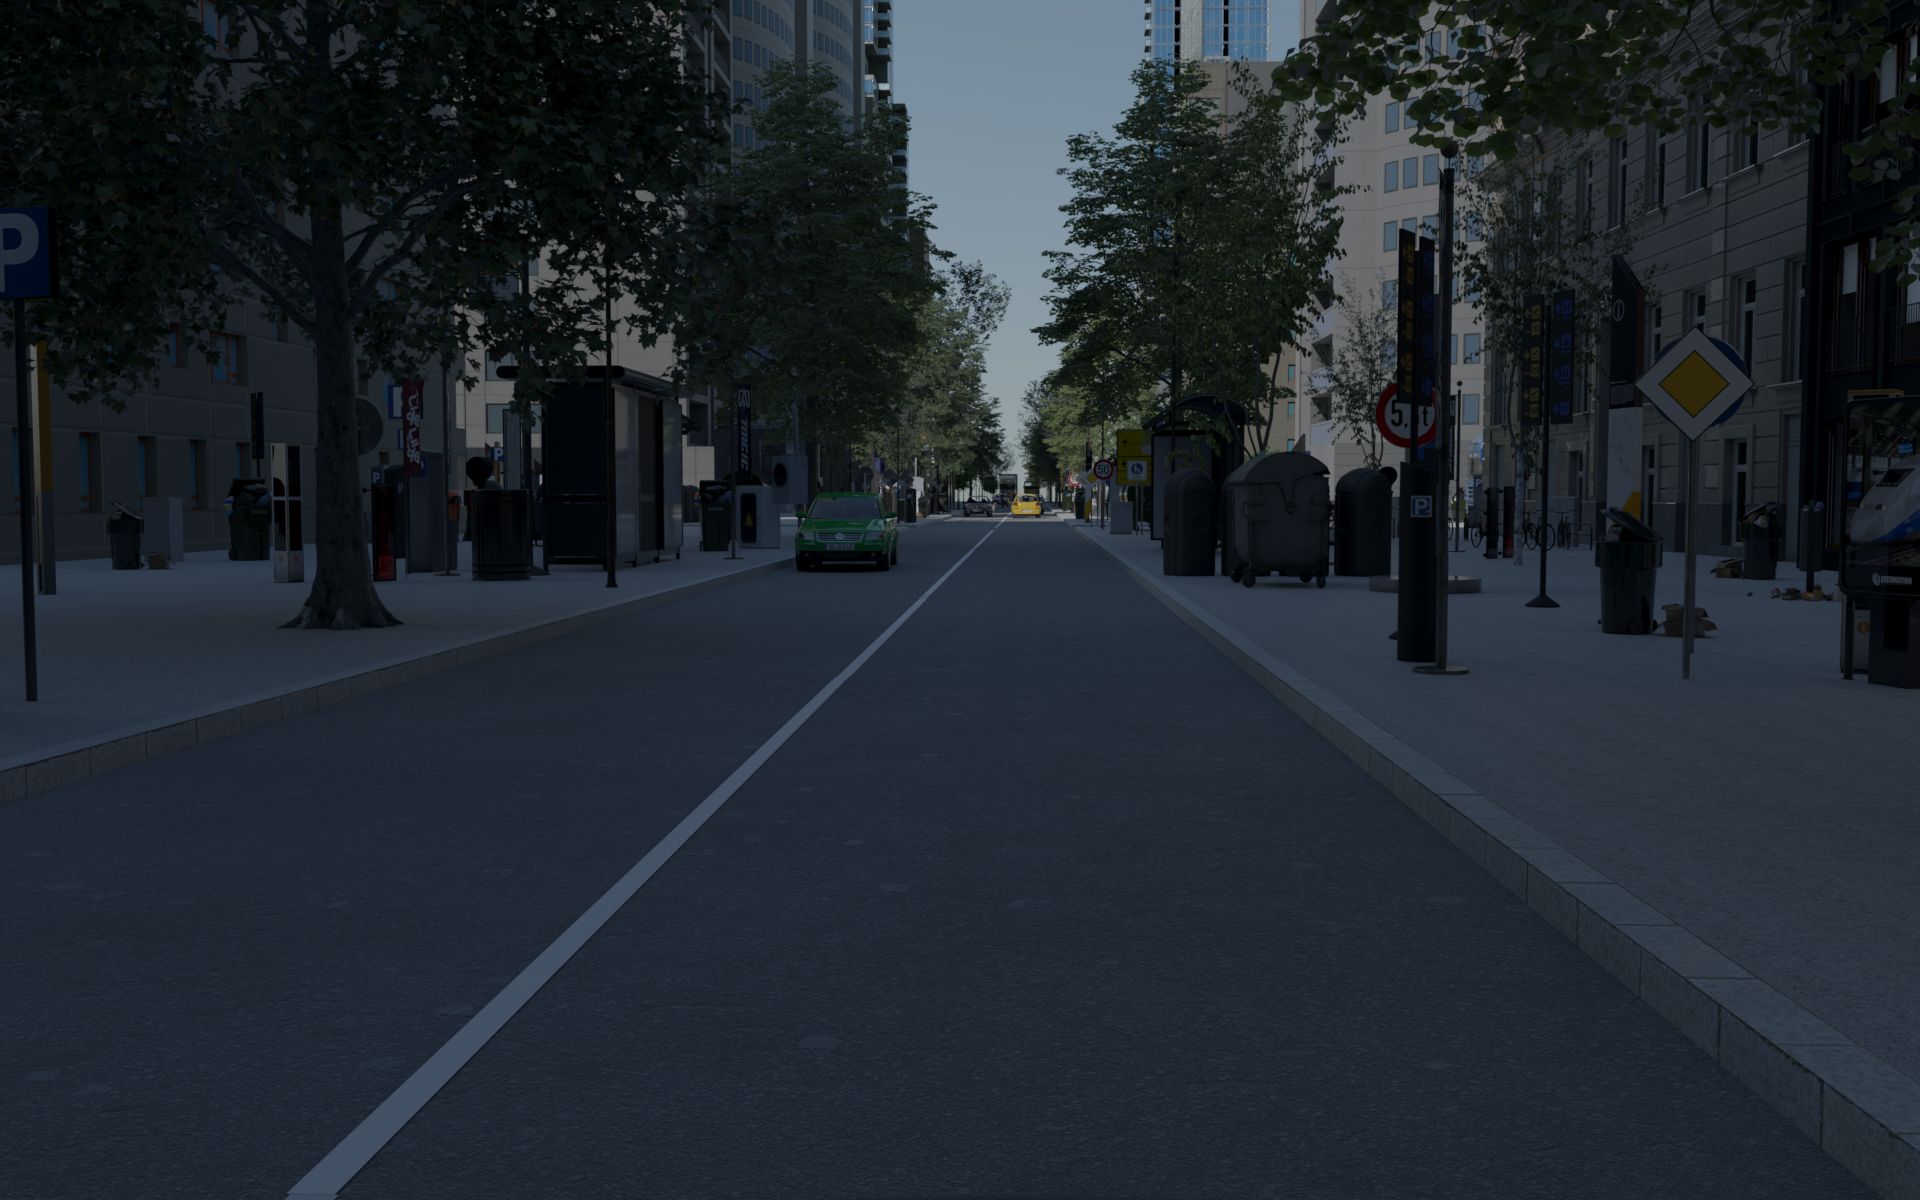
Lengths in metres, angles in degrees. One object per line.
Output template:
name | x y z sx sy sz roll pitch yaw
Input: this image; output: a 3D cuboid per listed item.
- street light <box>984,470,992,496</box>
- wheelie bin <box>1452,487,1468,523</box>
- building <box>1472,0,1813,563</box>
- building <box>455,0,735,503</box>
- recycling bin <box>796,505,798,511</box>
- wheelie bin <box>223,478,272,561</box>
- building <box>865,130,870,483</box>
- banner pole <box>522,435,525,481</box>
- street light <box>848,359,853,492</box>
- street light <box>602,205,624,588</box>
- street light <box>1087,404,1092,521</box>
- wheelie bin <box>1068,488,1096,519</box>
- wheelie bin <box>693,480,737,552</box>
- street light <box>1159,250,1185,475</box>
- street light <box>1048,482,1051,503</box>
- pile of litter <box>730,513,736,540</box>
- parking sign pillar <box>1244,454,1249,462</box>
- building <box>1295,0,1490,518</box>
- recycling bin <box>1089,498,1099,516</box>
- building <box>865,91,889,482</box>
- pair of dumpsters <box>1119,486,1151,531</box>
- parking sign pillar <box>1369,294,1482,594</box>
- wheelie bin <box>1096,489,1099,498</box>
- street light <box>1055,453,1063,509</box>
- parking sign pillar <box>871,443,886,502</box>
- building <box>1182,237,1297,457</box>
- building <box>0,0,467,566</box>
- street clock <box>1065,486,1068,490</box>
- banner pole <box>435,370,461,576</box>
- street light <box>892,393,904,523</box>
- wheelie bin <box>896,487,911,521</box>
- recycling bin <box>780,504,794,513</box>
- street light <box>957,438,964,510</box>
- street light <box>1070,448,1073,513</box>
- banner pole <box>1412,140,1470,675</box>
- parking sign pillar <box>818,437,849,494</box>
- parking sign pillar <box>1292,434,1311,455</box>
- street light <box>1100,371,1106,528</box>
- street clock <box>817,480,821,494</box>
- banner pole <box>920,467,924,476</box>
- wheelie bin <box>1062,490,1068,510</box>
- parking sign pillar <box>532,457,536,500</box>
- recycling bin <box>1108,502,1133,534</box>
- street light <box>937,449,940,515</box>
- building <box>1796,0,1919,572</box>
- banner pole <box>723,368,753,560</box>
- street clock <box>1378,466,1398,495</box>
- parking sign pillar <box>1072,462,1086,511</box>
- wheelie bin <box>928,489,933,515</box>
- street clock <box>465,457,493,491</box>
street light | 3.703 -16.003 234.431 0.468 5.910 1.993 0 4 2
wheelie bin | 22.466 -4.265 77.645 0.693 1.594 0.980 2 4 27
building | 21.474 -14.930 41.376 12.463 27.353 25.104 0 4 2
building | -21.693 -40.361 98.155 20.563 71.187 20.611 0 4 2
recycling bin | -11.724 -7.096 128.566 0.722 1.027 0.722 -2 4 -26
wheelie bin | -13.669 -1.562 33.442 0.693 1.594 0.980 3 4 38
building | -17.273 -30.663 184.936 14.154 41.232 14.086 0 4 2
banner pole | -13.833 -3.989 55.236 0.401 3.779 0.863 0 4 6
street light | -3.545 -5.077 55.797 0.468 5.910 1.993 0 4 2
street light | -4.787 -3.109 23.625 0.468 5.910 1.993 0 4 2
street light | 6.224 -6.794 83.878 0.468 5.910 1.993 0 4 2
wheelie bin | 6.227 -4.905 88.110 0.980 1.594 0.693 1 4 22
wheelie bin | -5.478 -1.892 38.841 0.980 1.594 0.693 -1 4 -13
street light | 4.058 -3.677 32.907 0.468 5.910 1.993 0 4 2
street light | 11.927 -15.412 224.767 0.468 5.910 1.993 0 4 2
pile of litter | -6.345 -2.123 48.683 1.176 0.858 1.719 0 4 3
parking sign pillar | 19.211 -7.666 113.804 1.447 3.967 1.447 1 4 12
building | 33.743 -33.692 92.860 28.212 58.520 21.231 0 4 2
recycling bin | 7.899 -5.532 103.006 0.722 1.027 0.722 2 4 23
building | -19.836 -35.435 203.071 21.300 48.544 21.600 0 4 2
pair of dumpsters | 6.551 -3.607 61.469 1.574 2.255 4.437 0 4 2
parking sign pillar | 6.149 -2.099 22.795 1.447 3.967 1.447 1 4 12
wheelie bin | 9.301 -6.641 116.483 0.693 1.594 0.980 1 4 16
street light | 9.292 -11.477 160.429 0.468 5.910 1.993 0 4 2
parking sign pillar | -4.344 -6.359 92.443 1.447 3.967 1.447 1 4 15
building | 31.096 -17.468 130.636 27.650 21.520 28.899 0 4 2
building | -31.127 -12.097 42.829 28.899 21.520 27.650 0 4 2
street clock | 9.170 -8.727 147.254 0.471 2.002 0.358 -1 4 -12
banner pole | -8.102 -2.286 27.391 0.401 3.779 0.863 -1 4 -8
street light | -2.701 -6.286 75.561 0.468 5.910 1.993 0 4 2
wheelie bin | -2.596 -4.550 82.297 0.980 1.594 0.693 2 4 32
recycling bin | -11.951 -6.527 119.275 0.722 1.027 0.722 3 5 39
street light | -0.073 -10.269 140.693 0.468 5.910 1.993 0 4 2
street light | 7.515 -8.790 116.508 0.468 5.910 1.993 0 4 2
banner pole | 3.376 -1.353 12.139 0.401 3.779 0.863 1 4 21
parking sign pillar | -5.536 -5.430 77.251 1.447 3.967 1.447 3 5 42
parking sign pillar | 15.276 -5.470 77.901 1.447 3.967 1.447 -1 4 -16
street light | 5.365 -5.647 65.109 0.468 5.910 1.993 0 4 2
street clock | -7.561 -5.286 90.997 0.471 2.002 0.358 -1 4 -16
banner pole | -3.232 -9.615 147.214 0.401 3.779 0.863 2 4 27
wheelie bin | 8.430 -7.823 135.808 0.980 1.594 0.693 3 5 42
parking sign pillar | -22.423 -6.136 88.789 1.447 3.967 1.447 1 4 23
recycling bin | 5.148 -2.633 55.596 0.722 1.027 0.722 0 4 1
street light | -1.362 -8.302 108.523 0.468 5.910 1.993 0 4 2
building | 20.269 -11.706 21.069 12.332 23.373 15.834 0 4 2
banner pole | -4.346 -2.703 34.205 0.401 3.779 0.863 2 4 29
street clock | 11.145 -2.485 45.204 0.471 2.002 0.358 0 4 -3
parking sign pillar | 8.608 -8.129 121.385 1.447 3.967 1.447 -3 5 -40
wheelie bin | -2.137 -6.014 106.243 0.980 1.594 0.693 1 4 11
street clock | -9.291 -1.770 33.516 0.471 2.002 0.358 1 4 17
